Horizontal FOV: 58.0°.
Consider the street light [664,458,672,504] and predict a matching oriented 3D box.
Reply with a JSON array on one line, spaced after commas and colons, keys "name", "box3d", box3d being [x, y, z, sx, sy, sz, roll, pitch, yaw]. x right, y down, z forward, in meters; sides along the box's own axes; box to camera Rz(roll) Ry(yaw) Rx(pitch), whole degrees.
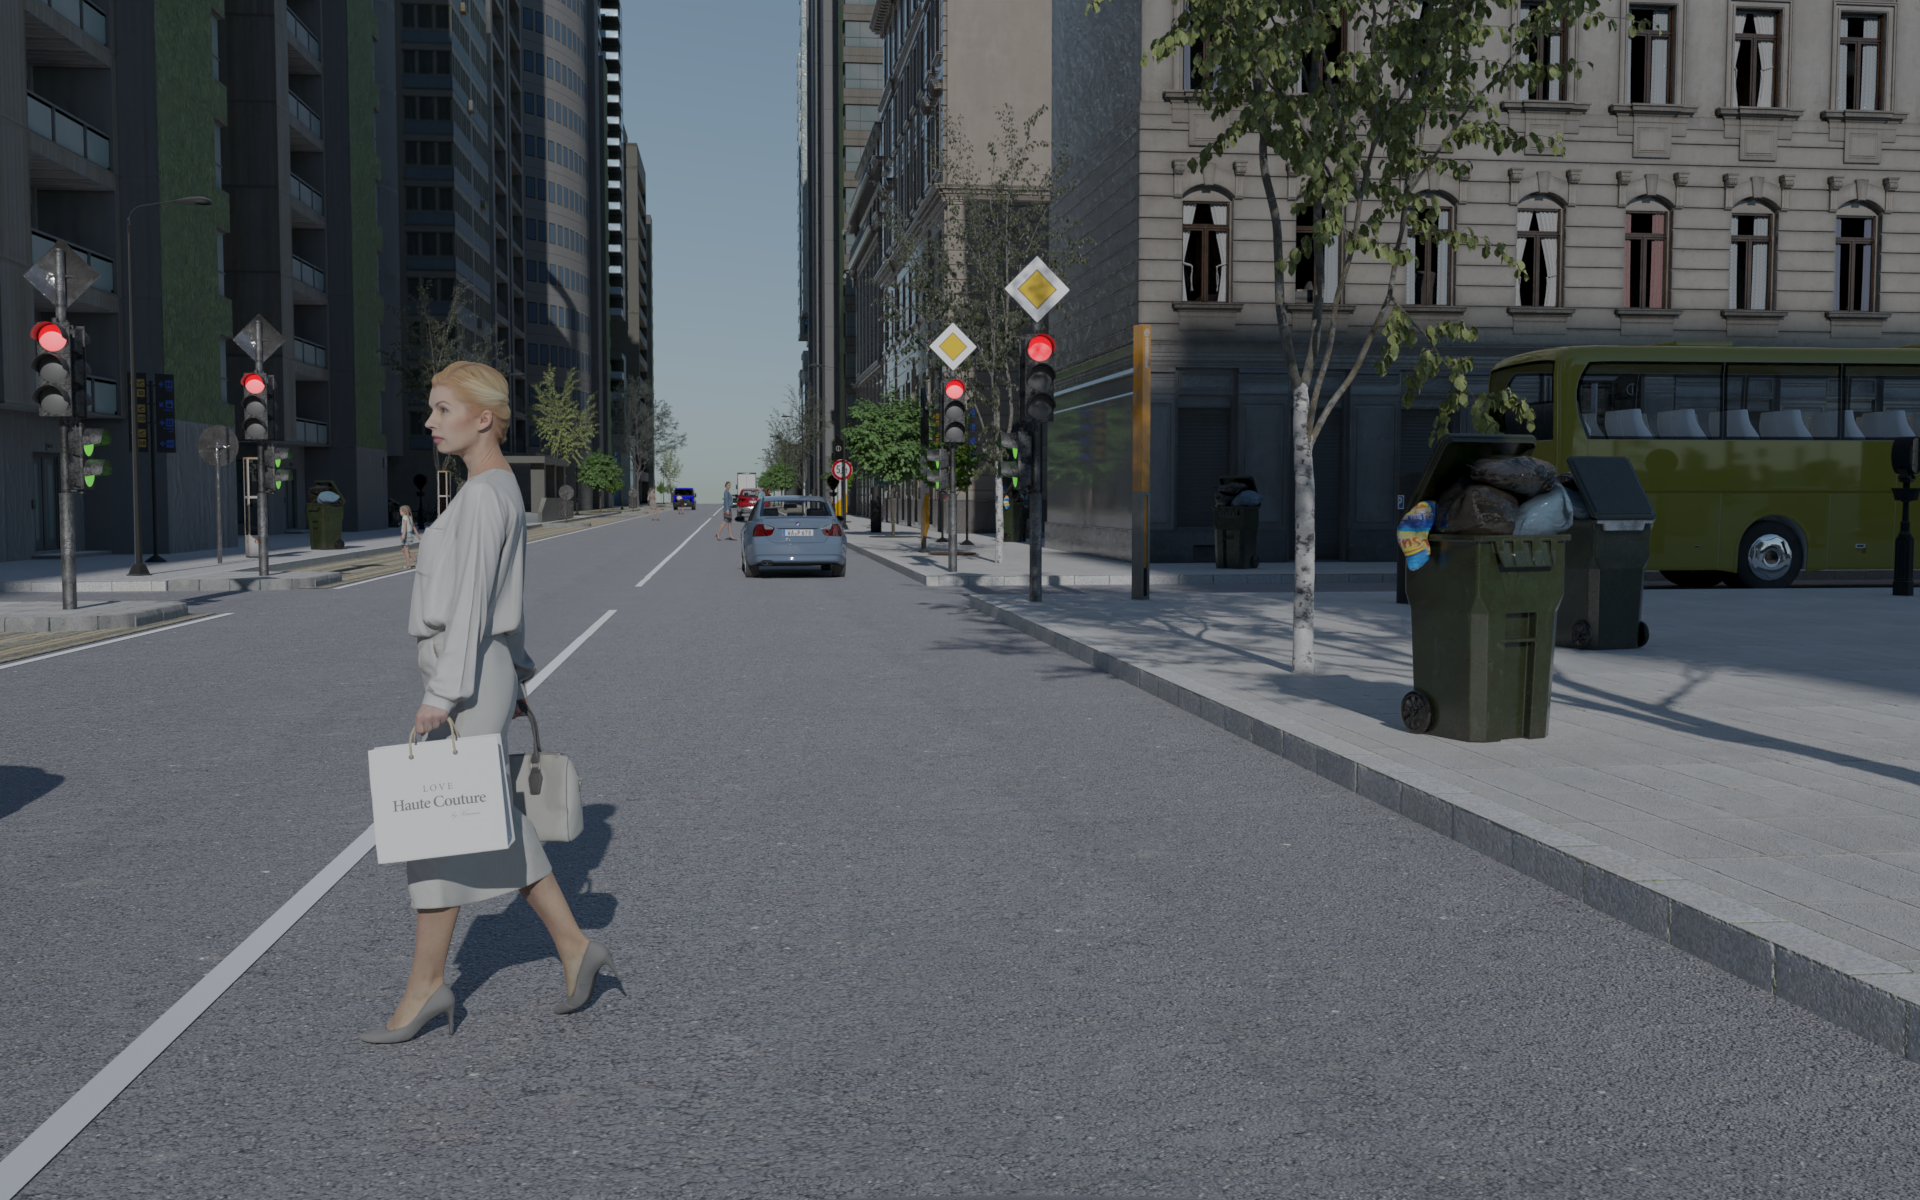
[{"name": "street light", "box3d": [-38.089, -15.482, 225.664, 1.470, 5.913, 1.316, 0, 4, -7]}]

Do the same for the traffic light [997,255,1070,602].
[{"name": "traffic light", "box3d": [0.883, -1.935, 20.557, 0.839, 4.253, 0.868, 0, 4, -7]}]

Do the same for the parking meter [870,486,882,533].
[{"name": "parking meter", "box3d": [-2.805, -3.023, 57.841, 0.372, 1.533, 0.369, 0, 3, 0]}]

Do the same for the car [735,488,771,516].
[{"name": "car", "box3d": [-12.844, -6.046, 107.533, 2.281, 1.827, 5.304, 0, 4, -8]}]

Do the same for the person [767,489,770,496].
[{"name": "person", "box3d": [-13.768, -7.125, 124.936, 0.705, 1.831, 1.348, 0, 4, -1]}]

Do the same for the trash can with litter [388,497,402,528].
[{"name": "trash can with litter", "box3d": [-21.445, -3.342, 66.034, 1.055, 1.170, 0.624, -3, 5, -39]}]

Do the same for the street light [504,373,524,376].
[{"name": "street light", "box3d": [-17.383, -5.744, 66.448, 1.470, 5.913, 1.316, 0, 4, -7]}]

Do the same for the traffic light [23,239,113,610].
[{"name": "traffic light", "box3d": [-9.887, -1.849, 19.156, 0.839, 4.253, 0.868, 0, 4, -7]}]

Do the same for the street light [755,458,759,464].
[{"name": "street light", "box3d": [-25.269, -15.264, 222.107, 1.470, 5.913, 1.316, 0, 4, -7]}]

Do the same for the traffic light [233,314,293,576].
[{"name": "traffic light", "box3d": [-10.909, -2.334, 27.075, 0.839, 4.253, 0.868, 0, 4, -7]}]

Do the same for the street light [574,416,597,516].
[{"name": "street light", "box3d": [-22.182, -7.961, 102.706, 1.470, 5.913, 1.316, 0, 4, -7]}]

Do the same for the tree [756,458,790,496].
[{"name": "tree", "box3d": [-15.948, -10.512, 155.583, 4.285, 4.588, 4.351, 0, 3, 0]}]

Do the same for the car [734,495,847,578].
[{"name": "car", "box3d": [-3.025, -1.166, 31.074, 2.014, 1.417, 4.499, -1, 4, -8]}]

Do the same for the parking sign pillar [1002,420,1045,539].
[{"name": "parking sign pillar", "box3d": [1.773, -3.794, 50.499, 1.447, 3.967, 1.447, -3, 4, -36]}]

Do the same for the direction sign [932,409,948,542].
[{"name": "direction sign", "box3d": [-0.468, -3.304, 46.012, 0.379, 3.537, 0.876, -3, 4, -36]}]

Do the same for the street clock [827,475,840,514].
[{"name": "street clock", "box3d": [-4.758, -3.697, 65.009, 0.471, 2.002, 0.358, -1, 4, -9]}]

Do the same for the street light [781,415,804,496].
[{"name": "street light", "box3d": [-9.843, -7.940, 102.360, 1.470, 5.913, 1.316, 0, 4, -7]}]

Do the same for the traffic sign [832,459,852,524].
[{"name": "traffic sign", "box3d": [-4.330, -3.885, 63.628, 0.768, 2.556, 0.104, 0, 4, -4]}]

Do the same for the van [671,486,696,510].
[{"name": "van", "box3d": [-24.799, -9.266, 155.883, 2.240, 2.365, 5.245, 0, 4, -7]}]

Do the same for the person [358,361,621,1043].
[{"name": "person", "box3d": [-1.248, 0.261, 4.587, 0.624, 1.780, 0.694, 0, 4, 3]}]

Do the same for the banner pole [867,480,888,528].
[{"name": "banner pole", "box3d": [-3.074, -4.570, 64.742, 0.863, 3.779, 0.401, 0, 4, 3]}]

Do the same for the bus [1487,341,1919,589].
[{"name": "bus", "box3d": [14.358, -2.129, 26.359, 12.252, 3.916, 2.896, 0, 4, -6]}]

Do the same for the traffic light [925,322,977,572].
[{"name": "traffic light", "box3d": [-0.139, -2.419, 28.477, 0.839, 4.253, 0.868, 0, 4, -7]}]

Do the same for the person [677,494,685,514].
[{"name": "person", "box3d": [-20.005, -6.859, 123.835, 0.799, 1.438, 0.628, 1, 4, 19]}]

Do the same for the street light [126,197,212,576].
[{"name": "street light", "box3d": [-12.390, -3.341, 27.162, 1.470, 5.913, 1.316, 0, 4, -7]}]

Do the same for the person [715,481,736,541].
[{"name": "person", "box3d": [-7.206, -2.744, 53.389, 0.654, 1.822, 0.581, 1, 4, 14]}]

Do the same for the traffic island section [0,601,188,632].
[{"name": "traffic island section", "box3d": [-9.928, 0.183, 19.285, 2.009, 0.180, 2.903, 0, 4, -7]}]

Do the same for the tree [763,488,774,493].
[{"name": "tree", "box3d": [-26.948, -15.156, 242.404, 1.663, 3.219, 1.824, 0, 3, 0]}]

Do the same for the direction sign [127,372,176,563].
[{"name": "direction sign", "box3d": [-15.152, -2.479, 32.531, 0.379, 3.537, 0.876, 3, 4, 38]}]

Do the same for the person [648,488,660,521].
[{"name": "person", "box3d": [-16.563, -5.188, 93.658, 0.599, 1.781, 0.374, 1, 4, 15]}]

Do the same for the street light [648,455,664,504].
[{"name": "street light", "box3d": [-32.857, -13.050, 185.904, 1.470, 5.913, 1.316, 0, 4, -7]}]

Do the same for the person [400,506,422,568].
[{"name": "person", "box3d": [-10.555, -1.203, 33.186, 0.382, 1.210, 0.505, 0, 4, -2]}]

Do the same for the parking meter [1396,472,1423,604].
[{"name": "parking meter", "box3d": [5.319, -0.728, 20.310, 0.372, 1.533, 0.369, 0, 3, 0]}]

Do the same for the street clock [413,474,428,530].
[{"name": "street clock", "box3d": [-19.425, -3.538, 62.414, 0.471, 2.002, 0.358, 0, 4, -1]}]

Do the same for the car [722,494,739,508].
[{"name": "car", "box3d": [-20.694, -9.073, 158.132, 2.009, 1.686, 4.222, -1, 4, -8]}]

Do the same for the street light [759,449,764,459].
[{"name": "street light", "box3d": [-19.764, -12.622, 178.911, 1.470, 5.913, 1.316, 0, 4, -7]}]

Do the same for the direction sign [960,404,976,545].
[{"name": "direction sign", "box3d": [0.177, -3.148, 43.473, 0.379, 3.537, 0.876, 2, 4, 27]}]

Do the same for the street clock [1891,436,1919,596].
[{"name": "street clock", "box3d": [11.921, -1.056, 21.836, 0.471, 2.002, 0.358, -3, 5, -42]}]

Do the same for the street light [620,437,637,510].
[{"name": "street light", "box3d": [-27.189, -10.364, 141.990, 1.470, 5.913, 1.316, 0, 4, -7]}]

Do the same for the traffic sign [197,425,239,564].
[{"name": "traffic sign", "box3d": [-13.656, -1.944, 31.884, 0.768, 2.556, 0.104, 0, 4, 2]}]

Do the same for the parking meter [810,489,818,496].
[{"name": "parking meter", "box3d": [-7.267, -4.751, 86.092, 0.372, 1.533, 0.369, 0, 3, 0]}]

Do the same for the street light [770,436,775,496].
[{"name": "street light", "box3d": [-14.541, -10.165, 138.733, 1.470, 5.913, 1.316, 0, 4, -7]}]

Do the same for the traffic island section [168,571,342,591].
[{"name": "traffic island section", "box3d": [-10.950, -0.301, 27.205, 2.009, 0.180, 2.903, 0, 4, -7]}]

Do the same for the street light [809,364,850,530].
[{"name": "street light", "box3d": [-4.686, -5.473, 62.032, 1.470, 5.913, 1.316, 0, 4, -7]}]

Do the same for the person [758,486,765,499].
[{"name": "person", "box3d": [-10.531, -5.118, 92.036, 0.748, 1.841, 0.638, 3, 5, 41]}]
